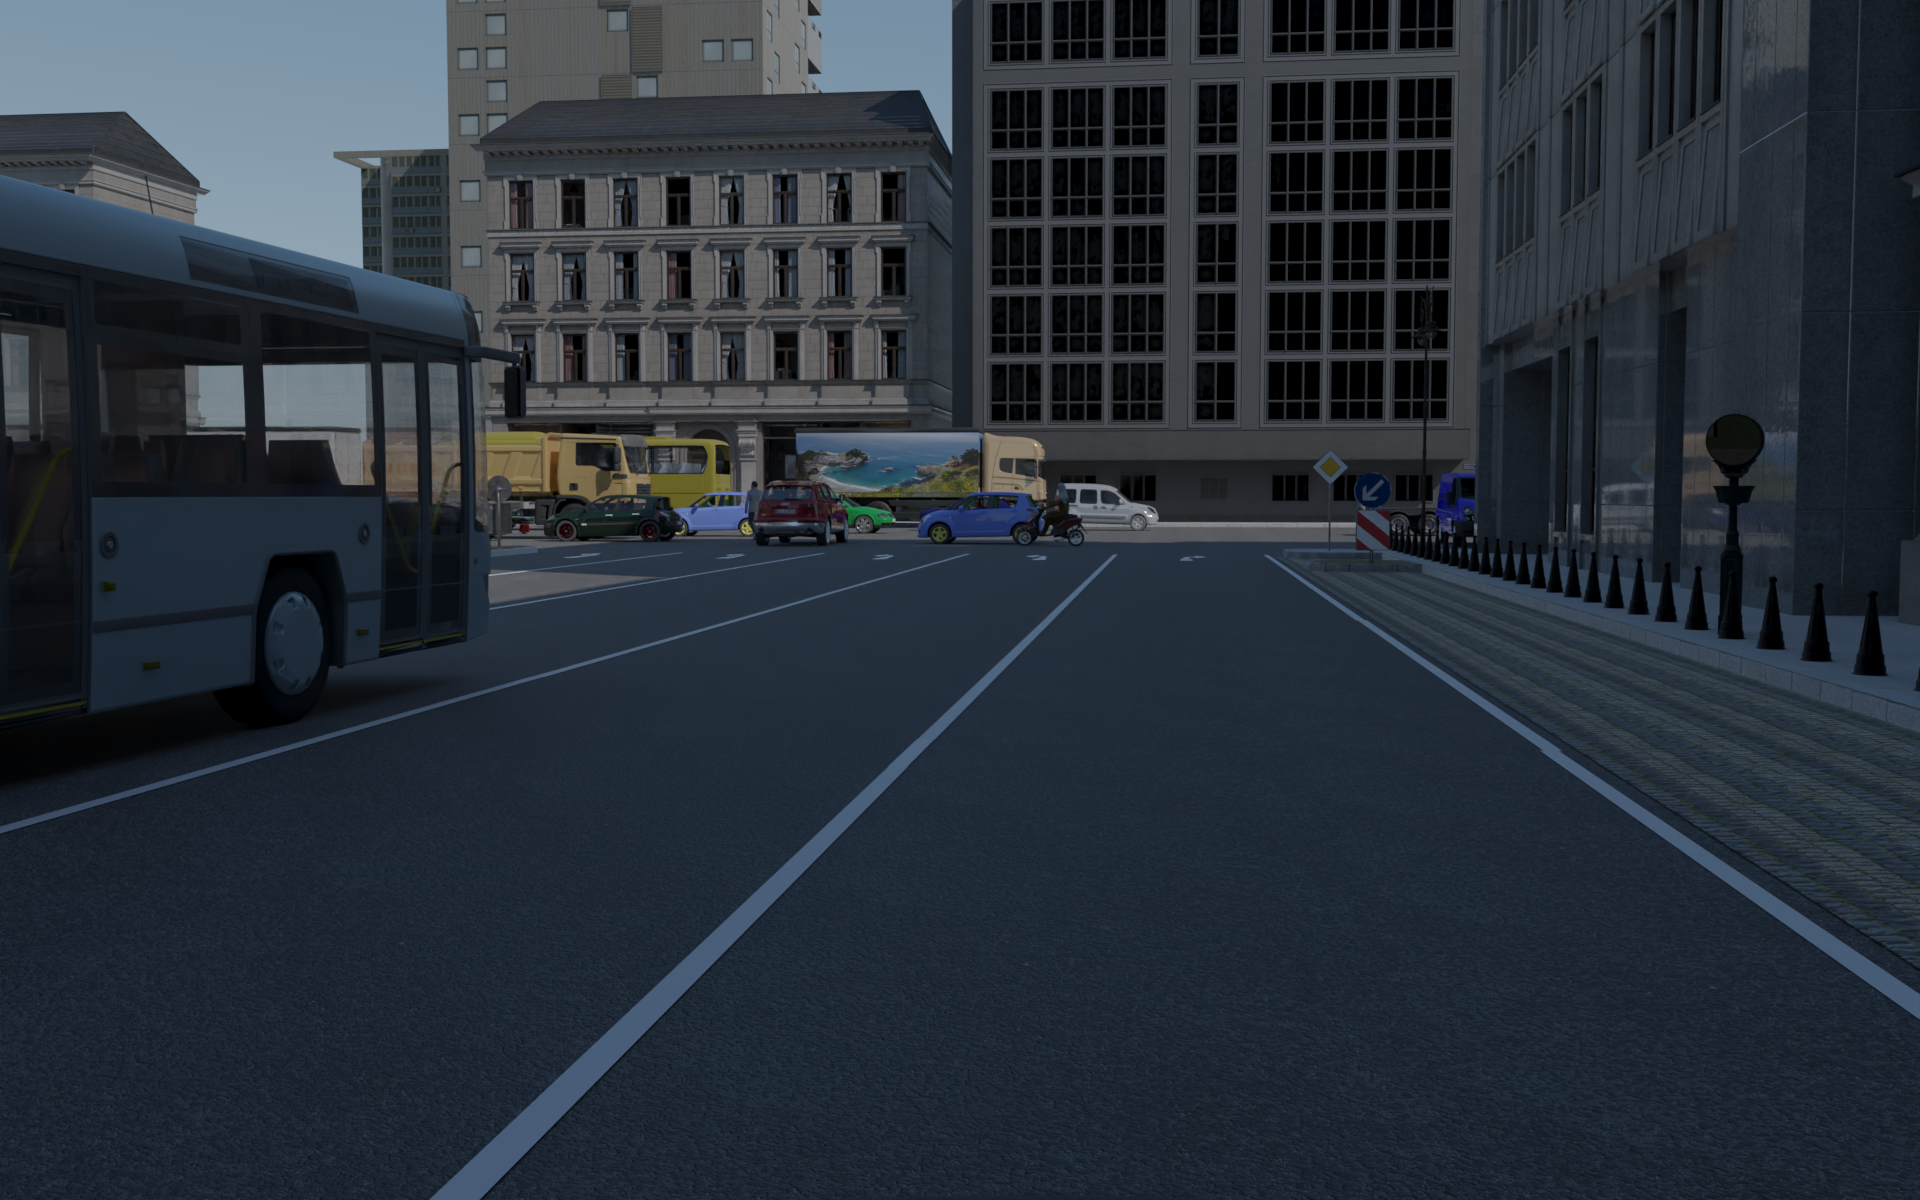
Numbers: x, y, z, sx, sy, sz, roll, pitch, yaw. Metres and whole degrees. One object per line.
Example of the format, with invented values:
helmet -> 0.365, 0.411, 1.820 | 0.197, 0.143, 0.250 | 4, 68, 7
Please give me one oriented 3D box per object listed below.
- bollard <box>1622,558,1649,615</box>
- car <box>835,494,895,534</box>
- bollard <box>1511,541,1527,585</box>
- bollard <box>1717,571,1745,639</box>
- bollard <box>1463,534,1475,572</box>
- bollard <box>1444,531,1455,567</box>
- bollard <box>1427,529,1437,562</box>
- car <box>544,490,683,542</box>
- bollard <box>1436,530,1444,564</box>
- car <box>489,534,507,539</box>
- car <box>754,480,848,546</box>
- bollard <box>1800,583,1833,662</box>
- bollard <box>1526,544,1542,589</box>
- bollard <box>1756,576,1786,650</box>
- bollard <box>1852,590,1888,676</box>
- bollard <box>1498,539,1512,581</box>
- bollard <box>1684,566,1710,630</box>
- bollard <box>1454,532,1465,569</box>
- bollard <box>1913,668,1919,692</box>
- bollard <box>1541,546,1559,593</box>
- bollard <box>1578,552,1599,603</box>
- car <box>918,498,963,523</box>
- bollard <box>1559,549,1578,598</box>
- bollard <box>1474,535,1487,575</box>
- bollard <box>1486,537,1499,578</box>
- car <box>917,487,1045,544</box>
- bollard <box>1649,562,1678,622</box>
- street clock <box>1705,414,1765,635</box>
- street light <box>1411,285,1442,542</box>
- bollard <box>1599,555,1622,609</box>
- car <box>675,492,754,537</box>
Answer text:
bollard -> 7.244, -0.149, 18.471 | 0.229, 0.601, 0.229 | 0, 3, 0
car -> -4.722, -3.343, 63.452 | 4.718, 1.807, 1.959 | 1, 4, 8
bollard -> 8.010, -0.524, 24.609 | 0.229, 0.601, 0.229 | 0, 3, 0
bollard -> 6.852, 0.041, 15.368 | 0.229, 0.601, 0.229 | 0, 3, 0
bollard -> 8.527, -0.774, 28.704 | 0.229, 0.601, 0.229 | 0, 3, 0
bollard -> 8.783, -0.899, 30.747 | 0.229, 0.601, 0.229 | 0, 3, 0
bollard -> 9.043, -1.026, 32.814 | 0.229, 0.601, 0.229 | 0, 3, 0
car -> -10.522, -2.623, 52.668 | 4.222, 1.686, 2.009 | 0, 4, 7
bollard -> 8.917, -0.963, 31.779 | 0.229, 0.601, 0.229 | 0, 3, 0
car -> -16.085, -2.665, 53.364 | 4.222, 1.686, 2.009 | 1, 4, 9
car -> -4.500, -2.503, 49.590 | 2.281, 1.827, 5.304 | 0, 4, 6
bollard -> 6.596, 0.166, 13.321 | 0.229, 0.601, 0.229 | 0, 3, 0
bollard -> 7.886, -0.462, 23.589 | 0.229, 0.601, 0.229 | 0, 3, 0
bollard -> 6.727, 0.104, 14.347 | 0.229, 0.601, 0.229 | 0, 3, 0
bollard -> 6.464, 0.230, 12.285 | 0.229, 0.601, 0.229 | 0, 3, 0
bollard -> 8.140, -0.586, 25.627 | 0.229, 0.601, 0.229 | 0, 3, 0
bollard -> 6.979, -0.021, 16.393 | 0.229, 0.601, 0.229 | 0, 3, 0
bollard -> 8.657, -0.837, 29.722 | 0.229, 0.601, 0.229 | 0, 3, 0
bollard -> 6.333, 0.293, 11.248 | 0.229, 0.601, 0.229 | 0, 3, 0
bollard -> 7.753, -0.399, 22.560 | 0.229, 0.601, 0.229 | 0, 3, 0
bollard -> 7.501, -0.274, 20.515 | 0.229, 0.601, 0.229 | 0, 3, 0
car -> 0.351, -3.398, 68.137 | 3.894, 1.354, 1.945 | 1, 4, 9
bollard -> 7.628, -0.336, 21.538 | 0.229, 0.601, 0.229 | 0, 3, 0
bollard -> 8.400, -0.712, 27.675 | 0.229, 0.601, 0.229 | 0, 3, 0
bollard -> 8.270, -0.649, 26.652 | 0.229, 0.601, 0.229 | 0, 3, 0
car -> 0.619, -2.473, 50.024 | 3.694, 1.707, 1.945 | 0, 4, 8
bollard -> 7.112, -0.085, 17.428 | 0.229, 0.601, 0.229 | 0, 3, 0
street clock -> 7.022, -0.683, 15.737 | 0.471, 2.002, 0.358 | 2, 4, 30
street light -> 10.328, -4.017, 38.465 | 0.468, 5.910, 1.993 | 0, 4, 7
bollard -> 7.372, -0.211, 19.496 | 0.229, 0.601, 0.229 | 0, 3, 0
car -> -8.296, -3.018, 58.934 | 3.694, 1.707, 1.945 | 0, 4, 6
